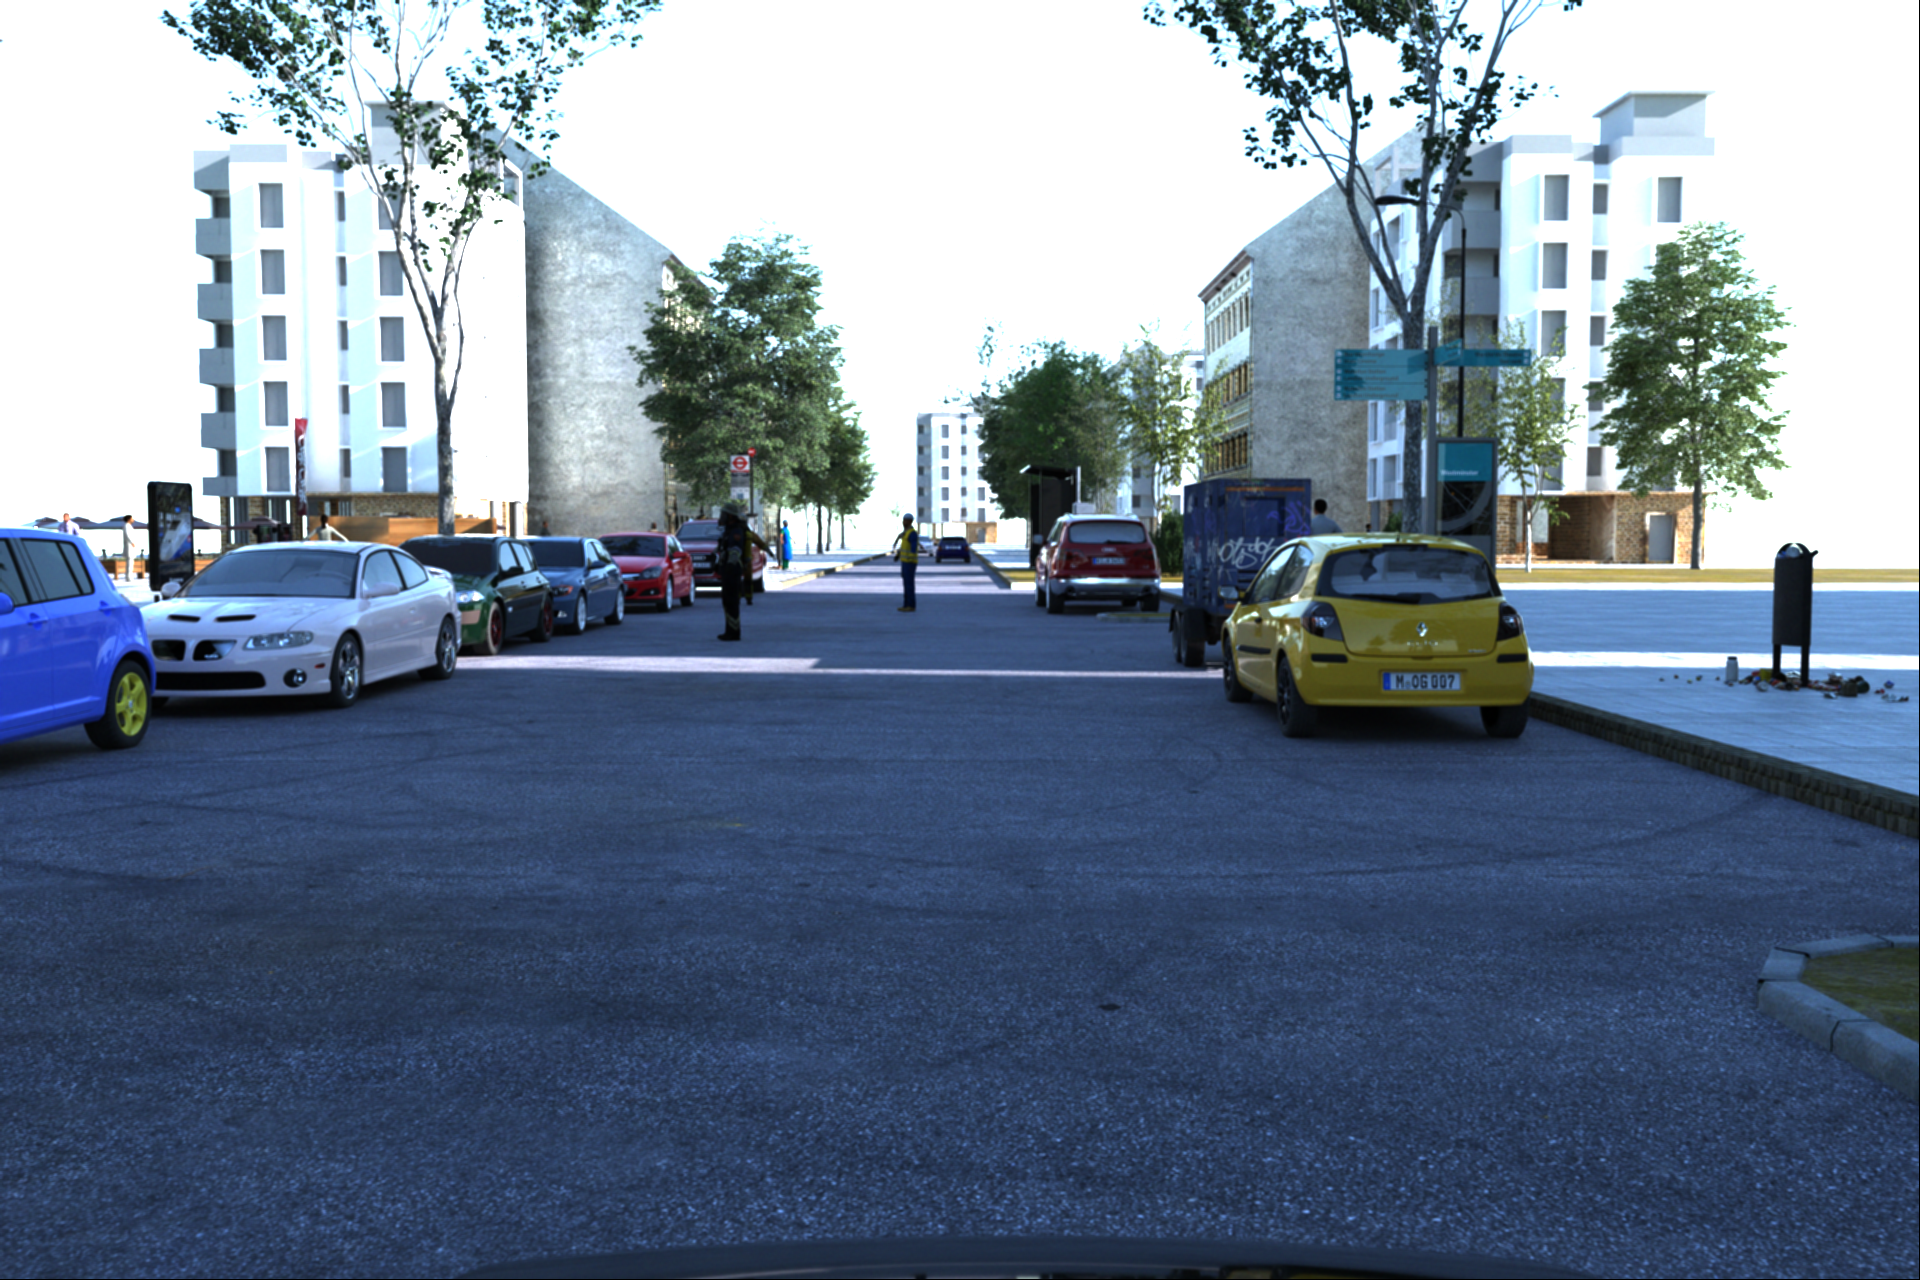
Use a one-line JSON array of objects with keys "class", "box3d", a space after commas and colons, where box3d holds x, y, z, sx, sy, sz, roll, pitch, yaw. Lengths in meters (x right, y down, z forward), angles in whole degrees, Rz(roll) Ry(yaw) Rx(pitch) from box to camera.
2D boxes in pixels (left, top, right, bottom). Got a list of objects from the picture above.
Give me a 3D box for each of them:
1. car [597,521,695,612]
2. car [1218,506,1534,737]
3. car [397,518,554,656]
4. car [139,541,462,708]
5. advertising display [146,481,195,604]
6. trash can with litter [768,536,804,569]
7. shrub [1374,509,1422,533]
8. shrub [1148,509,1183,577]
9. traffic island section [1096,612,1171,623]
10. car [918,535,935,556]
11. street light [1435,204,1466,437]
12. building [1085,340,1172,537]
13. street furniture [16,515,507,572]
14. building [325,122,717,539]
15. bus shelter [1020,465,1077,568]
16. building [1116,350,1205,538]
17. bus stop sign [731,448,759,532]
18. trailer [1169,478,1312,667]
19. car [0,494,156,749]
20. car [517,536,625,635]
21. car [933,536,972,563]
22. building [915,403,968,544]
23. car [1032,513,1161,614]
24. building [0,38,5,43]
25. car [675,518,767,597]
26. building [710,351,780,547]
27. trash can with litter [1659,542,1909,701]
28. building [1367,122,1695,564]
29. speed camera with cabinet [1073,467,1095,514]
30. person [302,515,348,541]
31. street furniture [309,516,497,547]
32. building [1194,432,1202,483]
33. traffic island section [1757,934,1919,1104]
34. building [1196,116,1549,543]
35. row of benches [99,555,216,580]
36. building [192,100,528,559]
[{"class": "car", "box3d": [-6.198, -1.465, 32.995, 2.155, 1.783, 4.494, 0, 3, 0]}, {"class": "car", "box3d": [3.123, -0.208, 13.625, 2.015, 1.641, 3.980, 0, 3, 0]}, {"class": "car", "box3d": [-6.304, -0.722, 21.596, 2.009, 1.686, 4.222, 0, 3, 0]}, {"class": "car", "box3d": [-5.956, -0.207, 15.742, 2.083, 1.381, 4.827, 0, 3, 0]}, {"class": "advertising display", "box3d": [-9.701, -0.986, 21.327, 0.123, 1.923, 0.974, 0, 4, 1]}, {"class": "trash can with litter", "box3d": [-6.513, -3.231, 63.876, 1.678, 1.210, 2.233, 0, 3, 0]}, {"class": "shrub", "box3d": [14.073, -3.159, 55.695, 1.661, 2.075, 1.752, 0, 3, 0]}, {"class": "shrub", "box3d": [6.358, -2.909, 51.606, 1.661, 2.075, 1.752, 0, 3, 0]}, {"class": "traffic island section", "box3d": [3.305, -0.370, 28.913, 1.991, 0.108, 1.994, 0, 4, -1]}, {"class": "car", "box3d": [-2.657, -6.174, 113.301, 2.083, 1.381, 4.827, 0, 4, -1]}, {"class": "street light", "box3d": [7.460, -3.143, 23.928, 1.470, 5.913, 1.316, 0, 4, -1]}, {"class": "building", "box3d": [21.195, -22.917, 205.625, 19.493, 23.208, 18.063, 0, 4, 0]}, {"class": "street furniture", "box3d": [-30.790, -3.367, 60.078, 27.439, 1.986, 14.083, 0, 4, 4]}, {"class": "building", "box3d": [-25.155, -16.563, 101.732, 19.493, 23.208, 18.063, 0, 4, 0]}, {"class": "bus shelter", "box3d": [3.167, -4.315, 61.830, 1.731, 3.624, 6.357, 0, 4, -1]}, {"class": "building", "box3d": [21.337, -19.665, 177.934, 16.016, 20.090, 11.380, 0, 3, 0]}, {"class": "bus stop sign", "box3d": [-6.663, -3.973, 53.657, 0.855, 3.939, 0.416, 0, 3, 0]}, {"class": "trailer", "box3d": [3.115, -0.775, 19.727, 1.471, 1.999, 3.904, 0, 4, 0]}, {"class": "car", "box3d": [-6.375, -0.043, 10.301, 1.945, 1.707, 3.694, 0, 4, 0]}, {"class": "car", "box3d": [-6.233, -0.864, 26.134, 2.014, 1.417, 4.499, 0, 4, 0]}, {"class": "car", "box3d": [-0.362, -4.548, 86.933, 1.945, 1.354, 3.894, 0, 4, -1]}, {"class": "building", "box3d": [-6.008, -23.486, 242.873, 11.380, 20.090, 16.016, 1, 4, 8]}, {"class": "car", "box3d": [2.546, -1.473, 32.763, 2.281, 1.827, 5.304, 0, 4, -1]}, {"class": "building", "box3d": [-31.668, -11.824, 33.978, 13.314, 22.015, 24.055, 0, 4, -1]}, {"class": "car", "box3d": [-5.816, -1.983, 41.092, 2.281, 1.827, 5.304, 0, 4, 0]}, {"class": "building", "box3d": [-28.813, -21.383, 180.542, 19.493, 23.208, 18.063, 0, 4, -1]}, {"class": "trash can with litter", "box3d": [6.949, -0.198, 14.297, 1.678, 1.210, 2.233, 0, 3, 0]}, {"class": "building", "box3d": [25.735, -14.046, 86.066, 16.016, 20.090, 11.380, 0, 4, 0]}, {"class": "speed camera with cabinet", "box3d": [3.667, -3.411, 50.110, 0.660, 3.252, 2.038, 0, 4, -2]}, {"class": "person", "box3d": [-14.668, -2.029, 40.012, 1.217, 1.735, 0.721, -1, 4, -18]}, {"class": "street furniture", "box3d": [-16.171, -2.469, 47.216, 11.010, 1.723, 9.812, -1, 4, -18]}, {"class": "building", "box3d": [23.693, -11.310, 127.072, 9.099, 9.664, 28.070, 0, 4, 0]}, {"class": "traffic island section", "box3d": [3.401, 1.102, 4.847, 1.991, 0.108, 1.994, 0, 4, -1]}, {"class": "building", "box3d": [24.645, -16.487, 100.484, 19.493, 23.208, 18.063, 0, 3, 0]}, {"class": "row of benches", "box3d": [-23.161, -2.111, 49.973, 1.422, 0.672, 4.104, 1, 4, 18]}, {"class": "building", "box3d": [-27.485, -13.487, 76.939, 16.016, 20.090, 11.380, 0, 4, 1]}]
